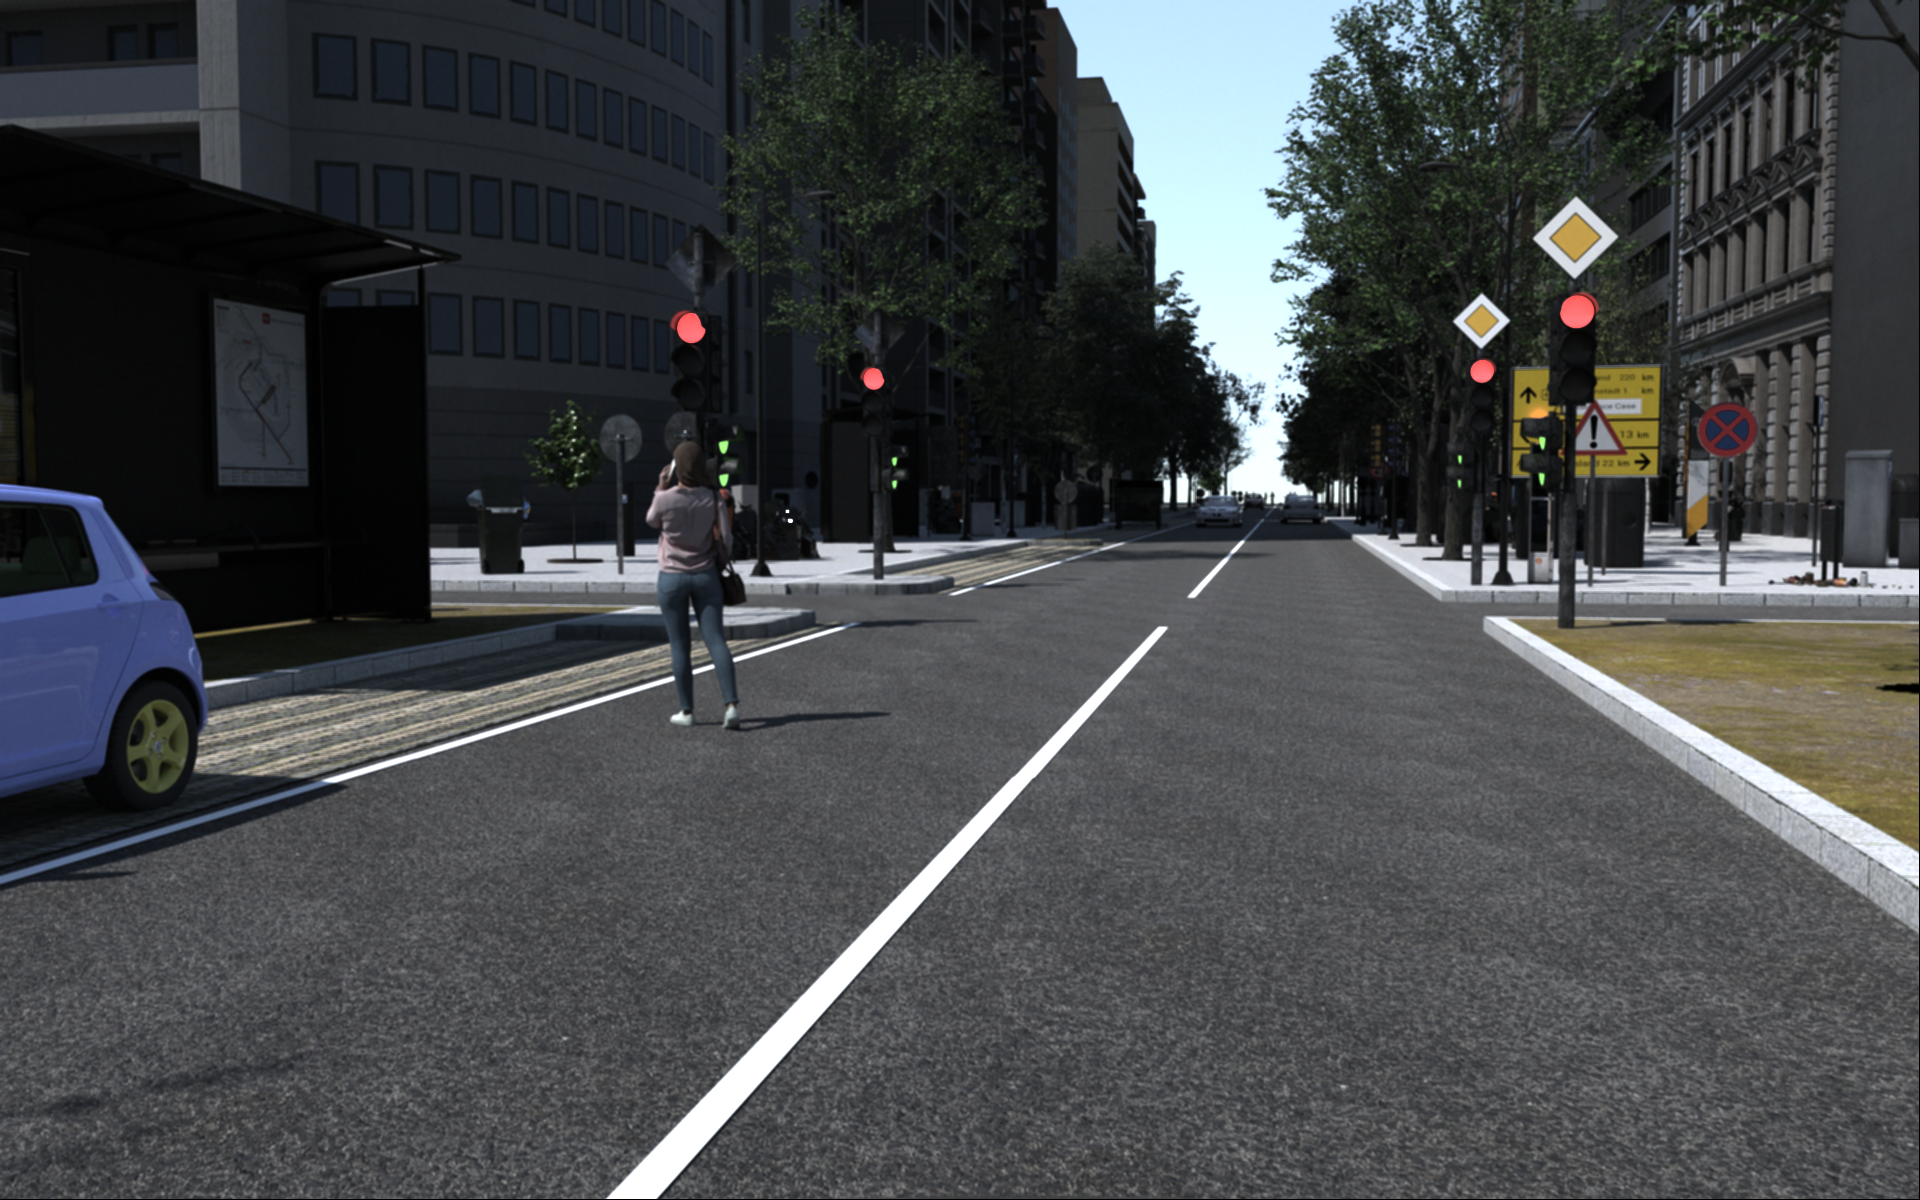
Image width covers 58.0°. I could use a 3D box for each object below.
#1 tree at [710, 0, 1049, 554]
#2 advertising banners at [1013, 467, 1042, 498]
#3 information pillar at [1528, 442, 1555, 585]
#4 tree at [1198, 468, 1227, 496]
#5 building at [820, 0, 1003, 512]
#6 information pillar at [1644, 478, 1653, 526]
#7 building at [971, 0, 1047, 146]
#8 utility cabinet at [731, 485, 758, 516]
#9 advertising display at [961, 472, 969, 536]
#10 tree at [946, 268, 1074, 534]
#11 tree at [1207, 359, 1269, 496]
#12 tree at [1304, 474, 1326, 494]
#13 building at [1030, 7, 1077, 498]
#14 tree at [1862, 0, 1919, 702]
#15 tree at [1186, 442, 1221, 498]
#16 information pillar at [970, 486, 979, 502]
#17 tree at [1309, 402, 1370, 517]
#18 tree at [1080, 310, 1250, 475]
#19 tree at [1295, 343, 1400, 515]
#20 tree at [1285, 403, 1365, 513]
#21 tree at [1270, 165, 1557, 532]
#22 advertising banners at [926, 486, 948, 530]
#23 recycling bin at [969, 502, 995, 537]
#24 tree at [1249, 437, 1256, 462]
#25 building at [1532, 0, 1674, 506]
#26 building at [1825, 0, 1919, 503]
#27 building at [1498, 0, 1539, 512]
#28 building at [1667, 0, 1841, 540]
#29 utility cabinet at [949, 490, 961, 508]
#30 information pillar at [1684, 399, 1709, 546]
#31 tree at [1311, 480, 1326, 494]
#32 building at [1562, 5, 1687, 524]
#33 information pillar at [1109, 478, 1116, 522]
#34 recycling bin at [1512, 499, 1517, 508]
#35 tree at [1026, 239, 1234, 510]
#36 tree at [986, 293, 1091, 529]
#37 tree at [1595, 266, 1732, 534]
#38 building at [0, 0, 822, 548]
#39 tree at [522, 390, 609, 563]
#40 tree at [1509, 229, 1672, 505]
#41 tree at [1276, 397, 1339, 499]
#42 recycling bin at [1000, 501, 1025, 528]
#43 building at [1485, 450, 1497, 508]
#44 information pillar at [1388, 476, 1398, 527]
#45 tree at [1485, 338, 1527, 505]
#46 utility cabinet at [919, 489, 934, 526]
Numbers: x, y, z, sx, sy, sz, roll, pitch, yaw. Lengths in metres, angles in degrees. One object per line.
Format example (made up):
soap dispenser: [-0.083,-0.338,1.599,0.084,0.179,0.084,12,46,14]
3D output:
tree: [-1.796,-6.844,37.651,9.928,11.665,9.643,0,3,0]
advertising banners: [3.810,-6.257,98.483,2.074,3.025,0.090,-2,4,-25]
information pillar: [8.273,-1.232,24.637,0.304,2.012,0.304,2,4,29]
tree: [28.164,-12.846,193.740,4.285,4.588,4.351,0,3,0]
building: [-7.979,-41.300,113.507,20.563,71.187,20.611,1,4,11]
information pillar: [27.602,-3.973,69.447,0.304,2.012,0.304,1,4,19]
building: [-5.110,-29.619,138.901,22.147,44.769,28.867,1,4,11]
utility cabinet: [-5.260,-2.081,42.705,0.318,1.500,1.173,1,4,18]
advertising display: [0.145,-2.741,50.030,0.123,1.923,0.974,0,4,-6]
tree: [1.464,-6.434,55.561,4.737,8.622,4.395,0,3,0]
tree: [37.191,-23.618,242.039,12.611,20.169,13.585,0,3,0]
tree: [49.486,-15.755,241.300,4.285,4.588,4.351,0,3,0]
building: [2.991,-31.139,159.233,14.600,45.320,14.200,1,4,11]
tree: [6.570,-5.183,10.492,9.928,11.665,9.643,0,3,0]
tree: [23.960,-13.685,174.115,4.360,8.622,3.978,0,3,0]
information pillar: [0.547,-3.948,69.039,0.304,2.012,0.304,3,4,36]
tree: [21.344,-8.858,95.189,4.360,8.622,3.978,0,3,0]
tree: [12.337,-12.468,114.218,12.009,13.543,11.850,0,3,0]
tree: [24.682,-11.541,106.819,7.486,12.596,7.792,0,3,0]
tree: [29.838,-12.528,139.243,8.767,10.594,7.601,2,4,33]
tree: [15.489,-8.668,58.725,9.611,12.733,9.660,0,3,0]
advertising banners: [-0.786,-4.046,62.342,0.090,3.025,2.074,1,4,21]
recycling bin: [0.667,-2.450,52.616,0.722,1.027,0.722,0,4,-4]
tree: [33.327,-19.237,224.893,12.009,13.543,11.850,0,3,0]
building: [42.525,-25.869,106.546,14.154,41.232,14.086,1,4,11]
building: [33.857,-14.900,37.117,24.014,27.812,14.314,1,4,11]
building: [45.247,-28.756,120.274,14.600,45.320,14.200,1,4,11]
building: [30.343,-13.869,55.643,11.050,23.489,19.941,1,4,11]
utility cabinet: [-0.239,-5.708,102.003,1.173,1.500,0.318,0,4,-3]
information pillar: [18.231,-3.146,42.800,0.504,3.616,0.183,0,4,3]
tree: [50.993,-15.535,248.600,1.663,3.219,1.824,0,3,0]
building: [37.303,-15.956,79.940,14.314,24.678,30.058,1,4,11]
information pillar: [6.953,-4.518,78.355,0.304,2.012,0.304,-2,4,-33]
recycling bin: [26.353,-4.191,81.084,0.722,1.027,0.722,-1,4,-15]
tree: [7.835,-10.964,85.911,9.857,13.997,8.962,0,3,0]
tree: [3.021,-6.882,62.885,4.360,8.622,3.978,0,3,0]
tree: [22.263,-6.437,55.603,4.360,8.622,3.978,0,3,0]
building: [-18.145,-31.229,52.597,21.231,58.520,28.212,1,4,11]
tree: [-7.376,-2.315,32.448,1.663,3.219,1.824,0,3,0]
tree: [17.730,-6.014,48.687,4.737,8.622,4.395,0,3,0]
tree: [44.317,-18.955,216.575,9.857,13.997,8.962,0,3,0]
recycling bin: [2.006,-3.267,65.968,0.722,1.027,0.722,-2,4,-28]
building: [53.200,-50.651,140.821,22.319,86.520,31.000,1,4,11]
information pillar: [17.100,-3.911,68.434,0.304,2.012,0.304,3,5,43]
tree: [20.649,-7.161,67.450,4.360,8.622,3.978,0,3,0]
utility cabinet: [-1.368,-3.745,69.906,0.318,1.500,1.173,1,4,15]
